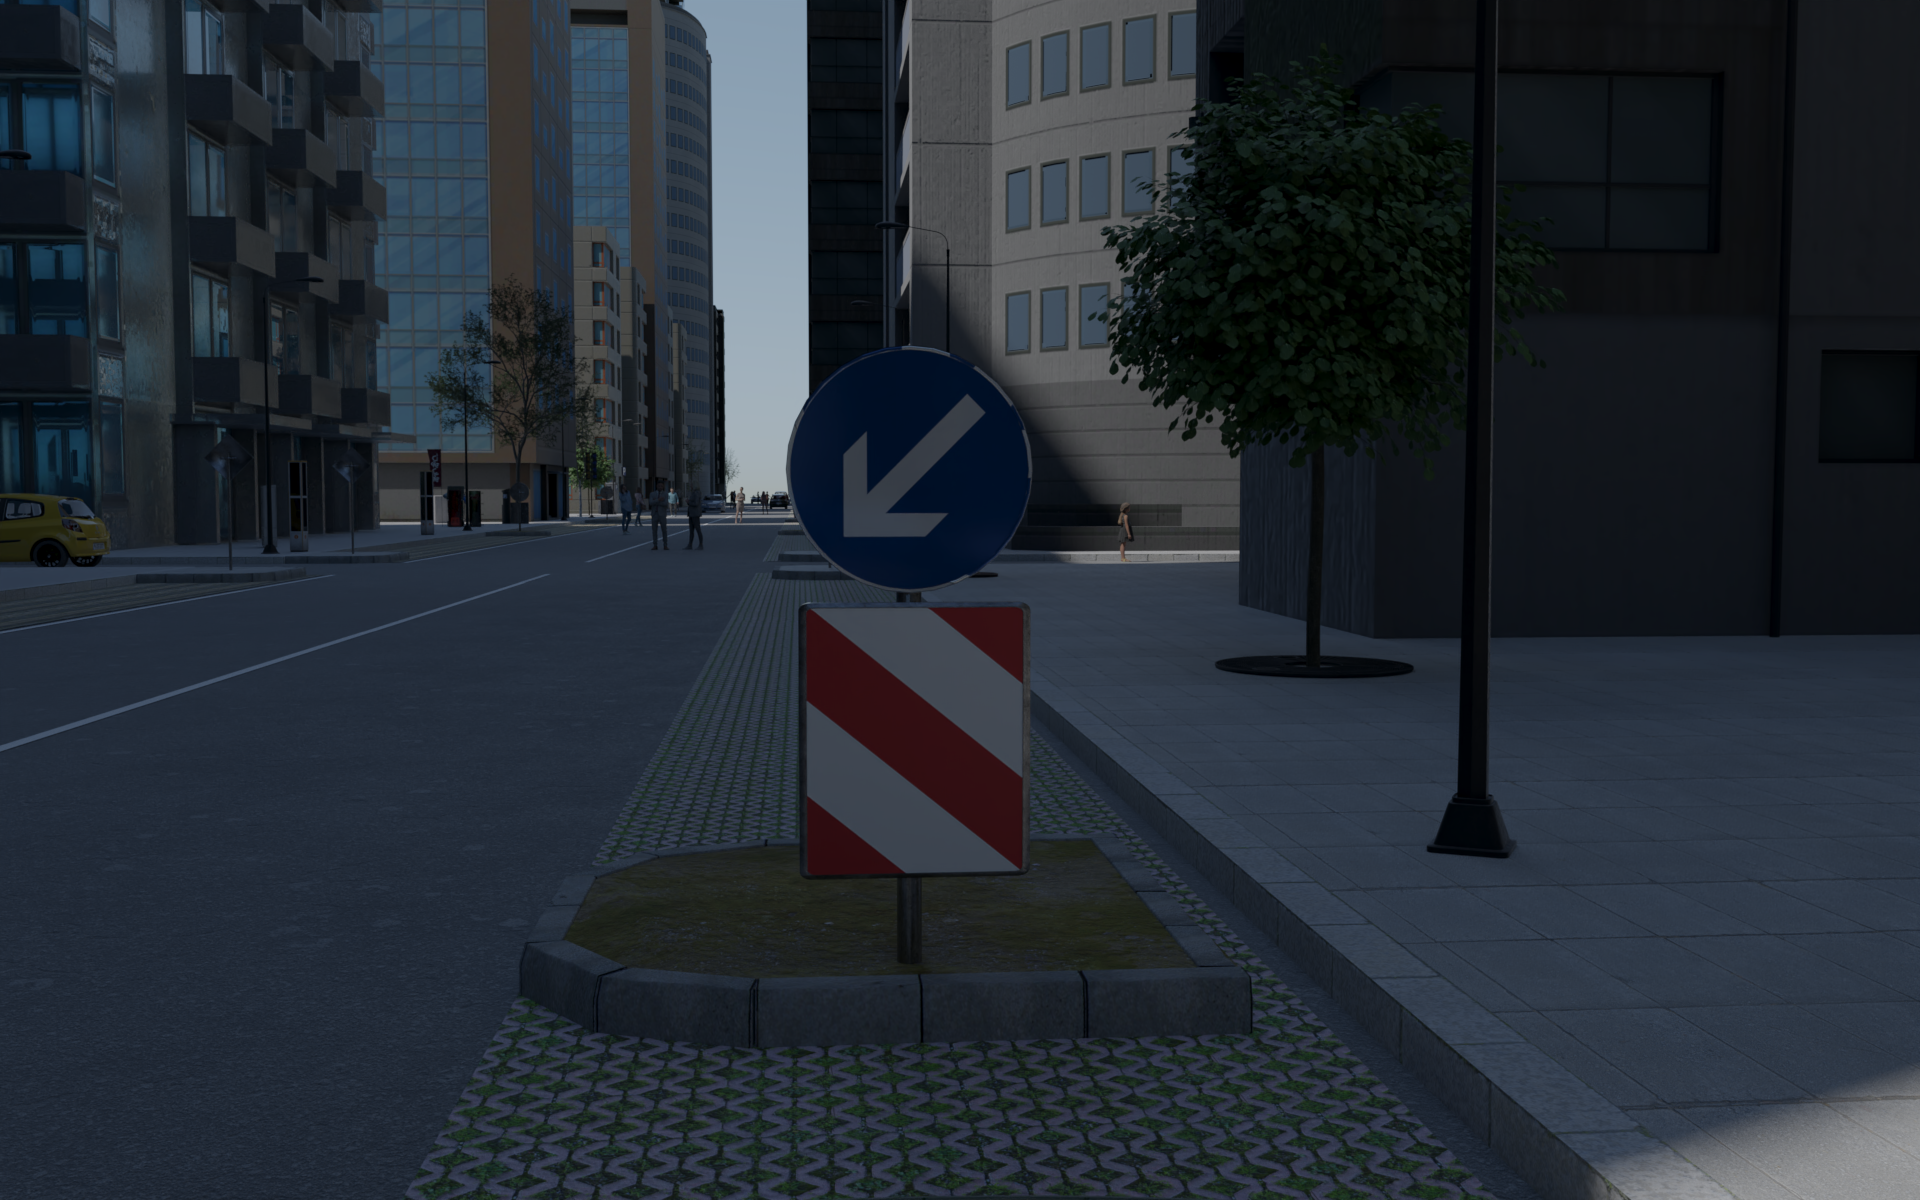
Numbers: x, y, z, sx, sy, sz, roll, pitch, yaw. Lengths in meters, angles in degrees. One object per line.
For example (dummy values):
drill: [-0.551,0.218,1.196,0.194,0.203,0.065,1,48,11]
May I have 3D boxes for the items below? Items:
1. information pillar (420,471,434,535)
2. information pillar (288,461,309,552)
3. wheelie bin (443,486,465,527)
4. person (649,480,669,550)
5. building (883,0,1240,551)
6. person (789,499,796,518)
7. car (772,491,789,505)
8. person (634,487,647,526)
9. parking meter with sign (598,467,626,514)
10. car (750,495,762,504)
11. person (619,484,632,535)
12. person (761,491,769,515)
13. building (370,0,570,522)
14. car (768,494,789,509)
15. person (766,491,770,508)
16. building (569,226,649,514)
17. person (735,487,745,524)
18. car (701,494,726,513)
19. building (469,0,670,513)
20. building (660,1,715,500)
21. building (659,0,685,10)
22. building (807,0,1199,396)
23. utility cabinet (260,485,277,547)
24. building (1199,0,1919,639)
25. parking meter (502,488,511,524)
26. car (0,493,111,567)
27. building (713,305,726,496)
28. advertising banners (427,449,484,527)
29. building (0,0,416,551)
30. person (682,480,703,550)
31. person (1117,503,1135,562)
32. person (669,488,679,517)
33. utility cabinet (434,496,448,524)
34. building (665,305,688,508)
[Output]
information pillar: [-16.734,-3.050,54.367,0.304,2.012,0.304,3,4,38]
information pillar: [-14.644,-2.070,38.328,0.304,2.012,0.304,0,4,2]
wheelie bin: [-19.831,-3.681,68.093,0.980,1.594,0.693,0,4,-7]
person: [-7.715,-2.186,44.426,0.511,1.800,0.466,-1,4,-16]
building: [12.339,-30.924,47.603,28.212,58.520,21.231,0,4,-5]
person: [-9.689,-5.704,101.873,0.709,1.813,0.853,-1,4,-15]
car: [-23.126,-13.140,223.513,2.281,1.827,5.304,0,4,-7]
person: [-14.222,-4.131,76.632,0.643,1.750,0.593,-3,5,-41]
parking meter with sign: [-22.446,-7.052,111.560,1.738,3.016,0.543,1,4,8]
car: [-30.527,-15.149,260.264,1.945,1.354,3.894,0,4,-4]
person: [-11.798,-3.200,61.085,0.793,1.790,0.793,0,4,-4]
person: [-13.421,-6.676,119.114,0.415,1.643,0.593,3,5,44]
building: [-26.766,-26.529,83.862,14.600,45.320,14.200,0,4,-5]
car: [-17.463,-9.591,166.597,2.009,1.686,4.222,0,4,-7]
person: [-20.404,-10.688,183.968,1.217,1.735,0.721,3,5,43]
building: [-37.887,-17.135,125.204,27.650,21.520,28.899,0,4,-5]
person: [-10.492,-4.522,82.773,0.599,1.781,0.374,-2,4,-29]
car: [-18.936,-7.396,132.929,2.014,1.417,4.499,0,4,-6]
building: [-32.400,-30.401,147.163,14.600,45.320,14.200,0,4,-5]
building: [-40.785,-40.670,206.958,21.231,58.520,28.212,0,4,-5]
building: [-44.930,-56.436,235.398,22.319,86.520,31.000,0,4,-5]
building: [0.905,-18.217,69.544,14.160,30.474,14.107,0,4,-5]
utility cabinet: [-16.615,-2.014,41.601,0.318,1.500,1.173,-2,4,-24]
building: [10.030,-15.301,21.878,14.160,30.474,14.107,0,4,-5]
parking meter: [-19.537,-4.046,74.558,0.372,1.533,0.369,0,3,0]
car: [-18.381,-1.388,32.912,3.980,1.641,2.015,0,4,-3]
building: [-42.590,-29.861,259.930,14.160,30.474,14.107,0,4,-5]
advertising banners: [-19.576,-4.343,67.192,2.074,3.025,0.090,-1,4,-9]
building: [-29.817,-26.263,49.003,23.786,49.044,30.456,0,4,-5]
person: [-6.868,-2.193,44.540,0.526,1.800,0.537,-1,4,-15]
person: [3.506,-1.428,36.523,0.373,1.253,0.362,0,4,-2]
person: [-18.053,-6.151,109.091,0.660,1.820,0.620,0,4,-7]
utility cabinet: [-22.687,-3.961,75.930,0.306,1.237,1.020,2,4,32]
building: [-41.440,-19.793,168.661,27.650,21.520,28.899,0,4,-5]
